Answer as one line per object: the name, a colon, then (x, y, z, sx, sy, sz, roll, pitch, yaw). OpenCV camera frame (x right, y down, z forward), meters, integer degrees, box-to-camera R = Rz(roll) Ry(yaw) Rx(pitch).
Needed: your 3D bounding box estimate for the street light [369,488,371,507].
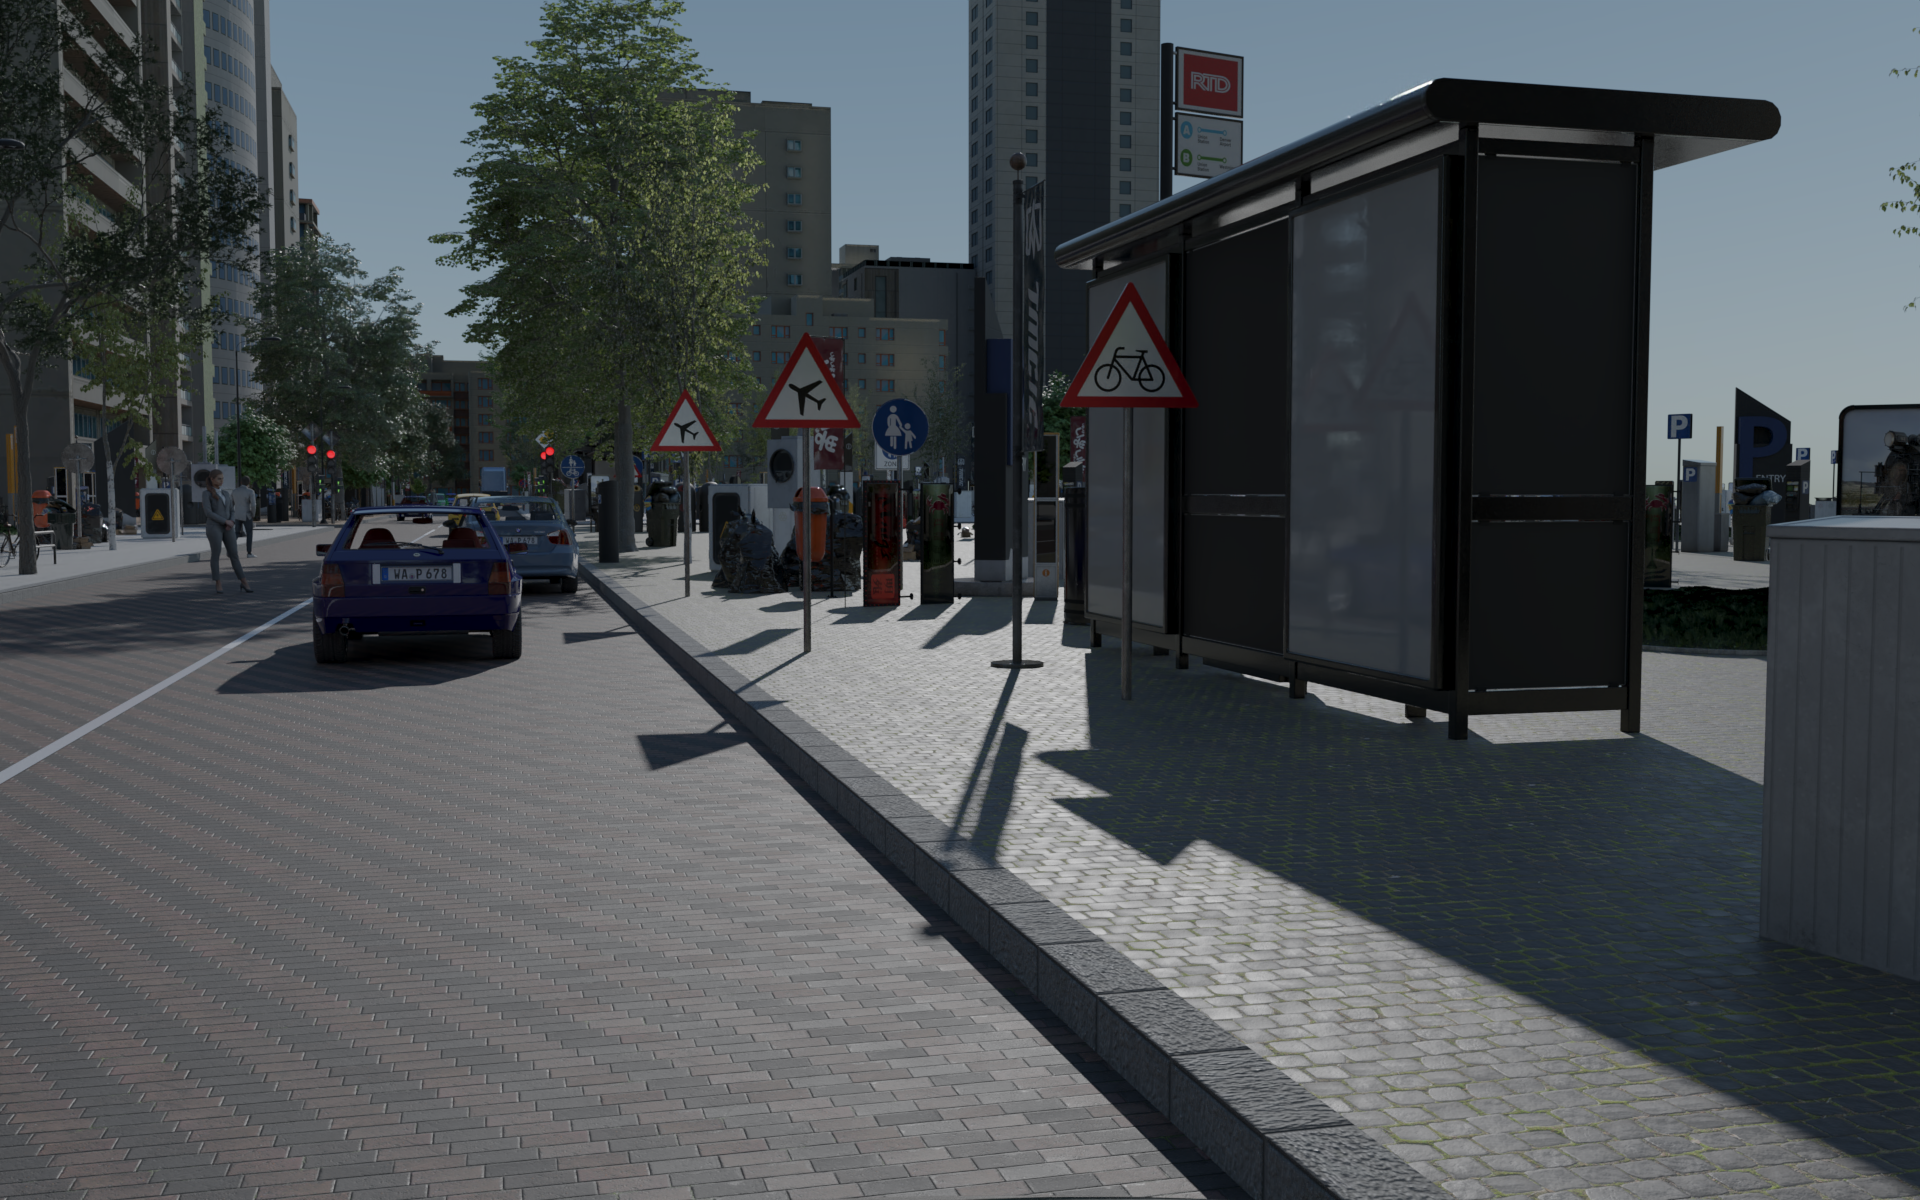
street light: (-34.711, -8.006, 103.446, 1.470, 5.913, 1.316, -1, 4, -15)

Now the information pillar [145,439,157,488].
information pillar: (-34.581, -5.062, 74.117, 0.183, 3.616, 0.504, 2, 4, 32)

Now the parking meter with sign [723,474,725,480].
parking meter with sign: (-20.901, -9.243, 147.377, 1.738, 3.016, 0.543, 0, 4, -2)

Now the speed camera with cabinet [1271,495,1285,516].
speed camera with cabinet: (19.220, -6.477, 100.236, 0.660, 3.252, 2.038, -3, 5, -44)

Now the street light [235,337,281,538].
street light: (-20.745, -4.811, 51.195, 1.470, 5.913, 1.316, -1, 4, -15)

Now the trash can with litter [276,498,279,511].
trash can with litter: (-32.368, -4.338, 82.316, 0.624, 1.170, 1.055, -3, 5, -40)

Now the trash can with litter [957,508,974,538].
trash can with litter: (0.463, -2.435, 51.207, 1.055, 1.170, 0.624, -1, 4, -9)

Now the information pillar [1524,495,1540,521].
information pillar: (13.579, -2.240, 41.111, 0.304, 2.012, 0.304, 2, 4, 34)

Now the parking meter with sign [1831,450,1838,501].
parking meter with sign: (35.533, -4.432, 68.726, 1.738, 3.016, 0.543, 0, 4, 7)

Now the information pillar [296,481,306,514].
information pillar: (-36.549, -5.584, 95.790, 0.304, 2.012, 0.304, 3, 5, 42)

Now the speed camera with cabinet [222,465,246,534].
speed camera with cabinet: (-22.678, -3.641, 53.863, 0.660, 3.252, 2.038, -3, 5, -41)

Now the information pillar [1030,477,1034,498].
information pillar: (6.312, -9.819, 151.894, 0.504, 3.616, 0.183, -2, 4, -34)

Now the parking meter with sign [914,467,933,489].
parking meter with sign: (-2.080, -6.928, 109.527, 1.738, 3.016, 0.543, 3, 5, 44)

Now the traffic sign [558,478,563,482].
traffic sign: (-31.647, -8.342, 136.496, 0.768, 2.556, 0.104, 0, 4, -7)

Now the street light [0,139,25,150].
street light: (-12.931, -3.067, 22.683, 1.470, 5.913, 1.316, -1, 4, -15)

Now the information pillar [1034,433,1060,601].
information pillar: (1.043, -1.003, 20.893, 0.304, 2.012, 0.304, 0, 4, 4)

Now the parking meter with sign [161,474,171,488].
parking meter with sign: (-37.500, -5.242, 81.968, 0.543, 3.016, 1.738, -1, 4, -20)

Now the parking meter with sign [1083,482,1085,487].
parking meter with sign: (7.128, -5.735, 90.031, 1.738, 3.016, 0.543, 2, 4, 23)

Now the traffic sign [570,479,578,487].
traffic sign: (-33.578, -9.224, 150.924, 0.768, 2.556, 0.104, -1, 4, -9)

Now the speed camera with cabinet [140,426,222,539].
speed camera with cabinet: (-22.639, -3.418, 50.216, 2.038, 3.252, 0.660, -1, 4, -18)

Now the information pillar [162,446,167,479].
information pillar: (-39.075, -5.737, 85.159, 0.183, 3.616, 0.504, -1, 4, -12)

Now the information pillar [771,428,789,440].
information pillar: (-4.665, -3.270, 44.821, 0.504, 3.616, 0.183, -1, 4, -12)

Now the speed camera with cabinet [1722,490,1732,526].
speed camera with cabinet: (30.058, -4.480, 67.583, 2.038, 3.252, 0.660, 3, 5, 44)

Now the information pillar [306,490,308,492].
information pillar: (-44.059, -6.882, 117.012, 0.304, 2.012, 0.304, -2, 4, -26)

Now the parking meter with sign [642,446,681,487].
parking meter with sign: (-10.562, -3.961, 61.023, 0.543, 3.016, 1.738, 1, 4, 16)

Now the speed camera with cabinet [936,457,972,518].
speed camera with cabinet: (-0.396, -6.049, 93.235, 2.038, 3.252, 0.660, -2, 4, -29)

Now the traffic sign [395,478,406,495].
traffic sign: (-43.344, -8.201, 134.189, 0.768, 2.556, 0.104, -1, 4, -12)

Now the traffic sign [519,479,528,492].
traffic sign: (-36.623, -8.881, 145.304, 0.768, 2.556, 0.104, -1, 4, -10)

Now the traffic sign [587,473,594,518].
traffic sign: (-17.808, -5.021, 84.219, 0.606, 2.300, 0.079, -1, 4, -10)

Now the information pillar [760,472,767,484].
information pillar: (-6.488, -3.266, 57.892, 0.304, 2.012, 0.304, -2, 4, -31)

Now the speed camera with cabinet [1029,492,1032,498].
speed camera with cabinet: (4.737, -8.867, 139.316, 2.038, 3.252, 0.660, -1, 4, -12)

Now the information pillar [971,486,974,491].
information pillar: (1.139, -9.471, 159.348, 0.304, 2.012, 0.304, 0, 4, 6)

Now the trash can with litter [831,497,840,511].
trash can with litter: (-4.905, -2.585, 53.321, 1.678, 1.210, 2.233, 2, 4, 26)

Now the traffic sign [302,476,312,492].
traffic sign: (-37.405, -6.082, 99.553, 0.768, 2.556, 0.104, -1, 4, -8)

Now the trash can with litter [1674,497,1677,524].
trash can with litter: (23.964, -2.919, 59.107, 1.055, 1.170, 0.624, 3, 4, 37)

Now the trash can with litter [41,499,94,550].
trash can with litter: (-20.624, -1.753, 40.042, 0.624, 1.170, 1.055, 1, 4, 15)

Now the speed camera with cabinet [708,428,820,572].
speed camera with cabinet: (-3.199, -2.065, 28.095, 2.038, 3.252, 0.660, 3, 4, 38)

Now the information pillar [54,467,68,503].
information pillar: (-24.690, -2.636, 47.592, 0.304, 2.012, 0.304, -2, 4, -32)

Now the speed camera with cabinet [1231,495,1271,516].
speed camera with cabinet: (17.053, -6.532, 101.129, 2.038, 3.252, 0.660, 0, 4, -7)

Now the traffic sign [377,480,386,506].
traffic sign: (-43.216, -7.785, 129.411, 0.606, 2.300, 0.079, 0, 4, -8)

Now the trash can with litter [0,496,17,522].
trash can with litter: (-43.862, -4.180, 79.403, 2.233, 1.210, 1.678, 1, 4, 10)

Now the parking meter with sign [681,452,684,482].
parking meter with sign: (-10.901, -4.326, 66.988, 0.543, 3.016, 1.738, -1, 4, -13)

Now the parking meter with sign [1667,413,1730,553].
parking meter with sign: (16.302, -2.562, 38.144, 1.738, 3.016, 0.543, -2, 4, -35)

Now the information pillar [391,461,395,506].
information pillar: (-39.648, -7.935, 121.086, 0.183, 3.616, 0.504, -2, 4, -34)

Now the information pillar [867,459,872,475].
information pillar: (-6.065, -7.660, 116.590, 0.183, 3.616, 0.504, -3, 4, -37)

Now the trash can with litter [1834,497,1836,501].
trash can with litter: (42.268, -4.458, 83.940, 1.678, 1.210, 2.233, -3, 5, -39)

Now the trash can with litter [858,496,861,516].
trash can with litter: (-4.065, -4.256, 80.648, 2.233, 1.210, 1.678, -1, 4, -20)

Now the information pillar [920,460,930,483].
information pillar: (-2.303, -7.818, 119.186, 0.504, 3.616, 0.183, 2, 4, 31)

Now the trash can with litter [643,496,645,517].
trash can with litter: (-17.781, -5.151, 95.605, 0.624, 1.170, 1.055, 2, 4, 29)

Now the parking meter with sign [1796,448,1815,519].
parking meter with sign: (33.395, -4.456, 69.121, 1.738, 3.016, 0.543, 2, 4, 28)

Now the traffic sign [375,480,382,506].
traffic sign: (-40.278, -7.307, 119.568, 0.768, 2.556, 0.104, -1, 4, -11)

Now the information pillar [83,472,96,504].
information pillar: (-29.481, -3.315, 58.699, 0.304, 2.012, 0.304, -1, 4, -11)

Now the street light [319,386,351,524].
street light: (-26.838, -6.232, 74.439, 1.470, 5.913, 1.316, -1, 4, -15)

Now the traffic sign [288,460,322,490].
traffic sign: (-39.111, -6.694, 103.314, 2.265, 3.308, 0.079, -1, 4, -11)

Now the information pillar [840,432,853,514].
information pillar: (-4.253, -4.506, 65.027, 0.504, 3.616, 0.183, -1, 4, -18)

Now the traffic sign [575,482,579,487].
traffic sign: (-27.925, -7.807, 127.642, 0.884, 2.594, 0.081, -1, 4, -10)

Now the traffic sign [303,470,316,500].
traffic sign: (-33.585, -5.473, 89.585, 0.768, 2.556, 0.104, -1, 4, -9)
